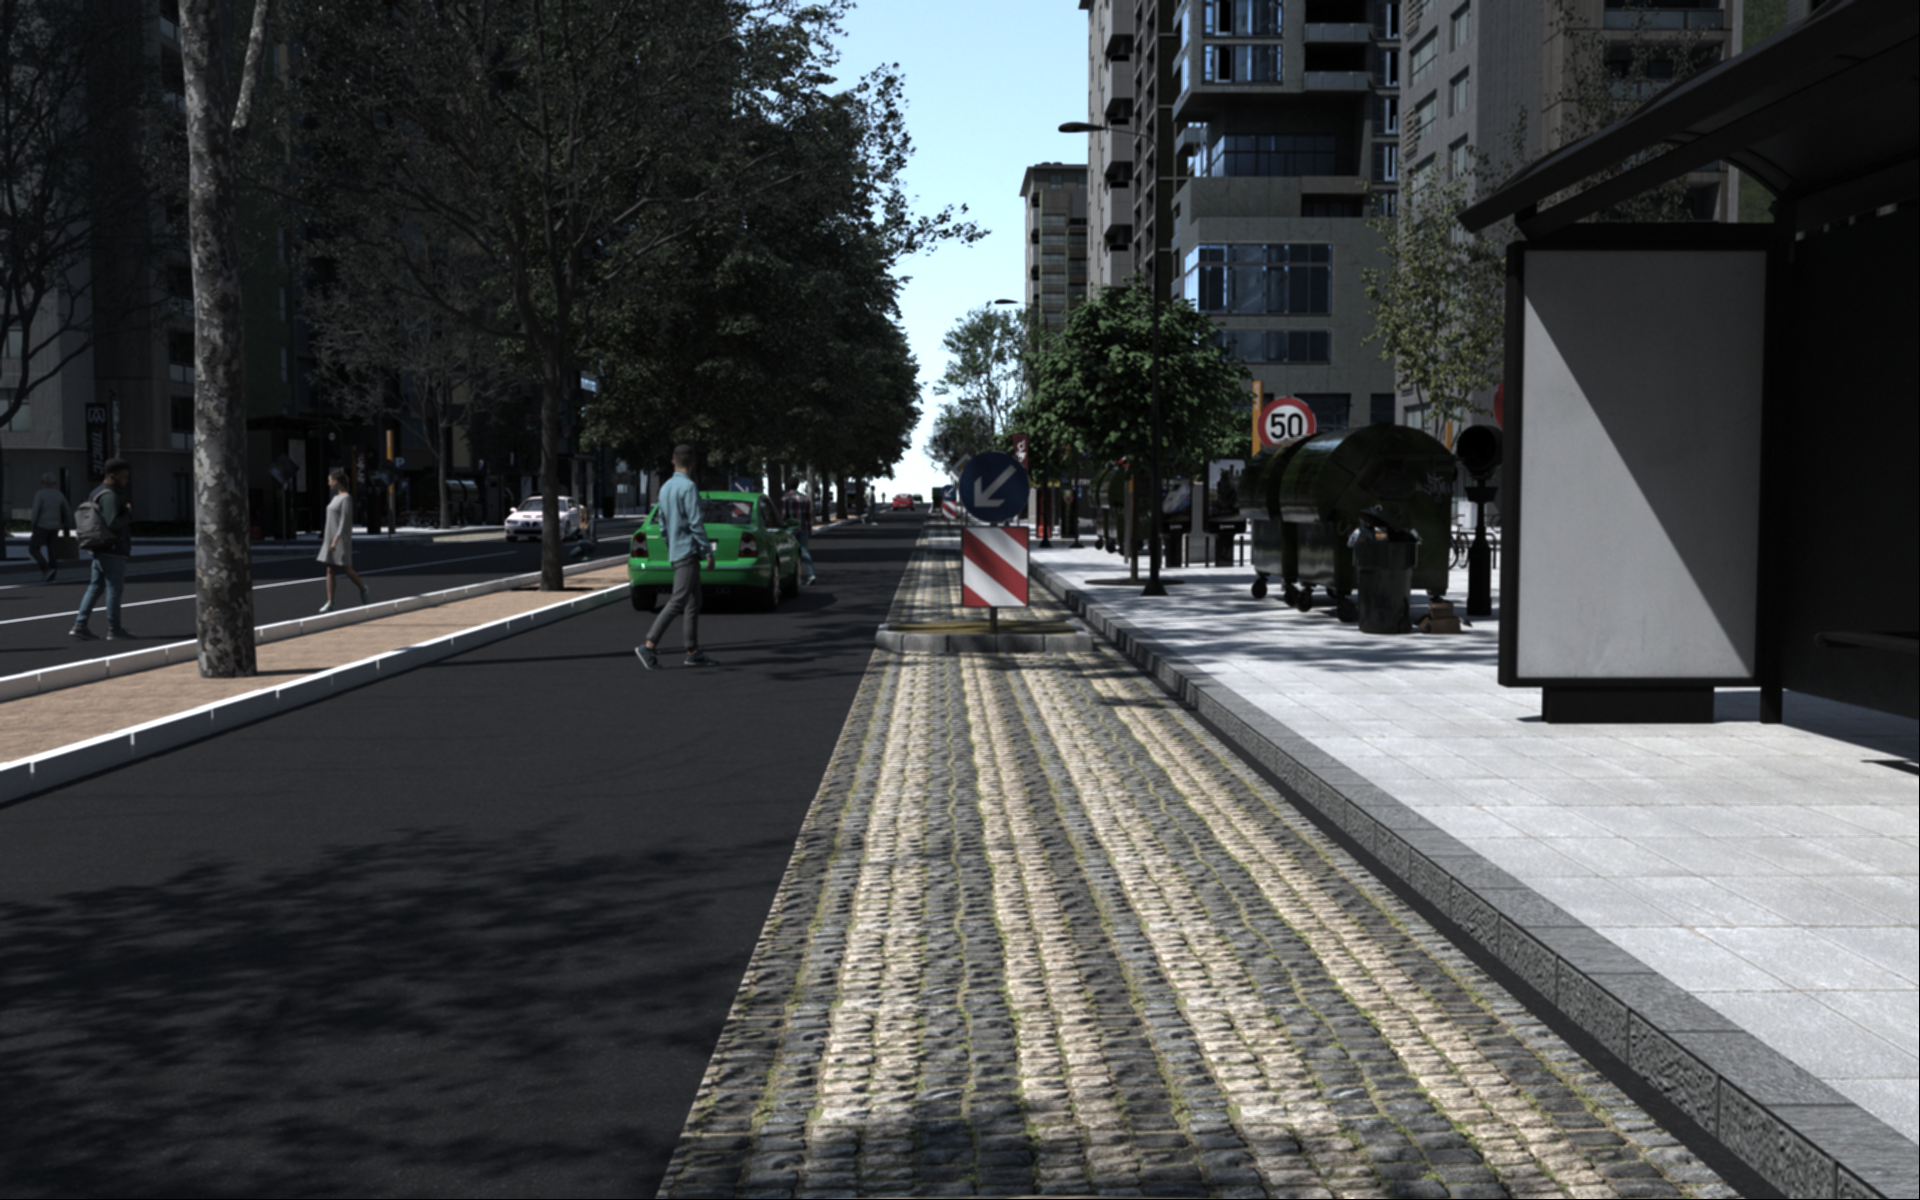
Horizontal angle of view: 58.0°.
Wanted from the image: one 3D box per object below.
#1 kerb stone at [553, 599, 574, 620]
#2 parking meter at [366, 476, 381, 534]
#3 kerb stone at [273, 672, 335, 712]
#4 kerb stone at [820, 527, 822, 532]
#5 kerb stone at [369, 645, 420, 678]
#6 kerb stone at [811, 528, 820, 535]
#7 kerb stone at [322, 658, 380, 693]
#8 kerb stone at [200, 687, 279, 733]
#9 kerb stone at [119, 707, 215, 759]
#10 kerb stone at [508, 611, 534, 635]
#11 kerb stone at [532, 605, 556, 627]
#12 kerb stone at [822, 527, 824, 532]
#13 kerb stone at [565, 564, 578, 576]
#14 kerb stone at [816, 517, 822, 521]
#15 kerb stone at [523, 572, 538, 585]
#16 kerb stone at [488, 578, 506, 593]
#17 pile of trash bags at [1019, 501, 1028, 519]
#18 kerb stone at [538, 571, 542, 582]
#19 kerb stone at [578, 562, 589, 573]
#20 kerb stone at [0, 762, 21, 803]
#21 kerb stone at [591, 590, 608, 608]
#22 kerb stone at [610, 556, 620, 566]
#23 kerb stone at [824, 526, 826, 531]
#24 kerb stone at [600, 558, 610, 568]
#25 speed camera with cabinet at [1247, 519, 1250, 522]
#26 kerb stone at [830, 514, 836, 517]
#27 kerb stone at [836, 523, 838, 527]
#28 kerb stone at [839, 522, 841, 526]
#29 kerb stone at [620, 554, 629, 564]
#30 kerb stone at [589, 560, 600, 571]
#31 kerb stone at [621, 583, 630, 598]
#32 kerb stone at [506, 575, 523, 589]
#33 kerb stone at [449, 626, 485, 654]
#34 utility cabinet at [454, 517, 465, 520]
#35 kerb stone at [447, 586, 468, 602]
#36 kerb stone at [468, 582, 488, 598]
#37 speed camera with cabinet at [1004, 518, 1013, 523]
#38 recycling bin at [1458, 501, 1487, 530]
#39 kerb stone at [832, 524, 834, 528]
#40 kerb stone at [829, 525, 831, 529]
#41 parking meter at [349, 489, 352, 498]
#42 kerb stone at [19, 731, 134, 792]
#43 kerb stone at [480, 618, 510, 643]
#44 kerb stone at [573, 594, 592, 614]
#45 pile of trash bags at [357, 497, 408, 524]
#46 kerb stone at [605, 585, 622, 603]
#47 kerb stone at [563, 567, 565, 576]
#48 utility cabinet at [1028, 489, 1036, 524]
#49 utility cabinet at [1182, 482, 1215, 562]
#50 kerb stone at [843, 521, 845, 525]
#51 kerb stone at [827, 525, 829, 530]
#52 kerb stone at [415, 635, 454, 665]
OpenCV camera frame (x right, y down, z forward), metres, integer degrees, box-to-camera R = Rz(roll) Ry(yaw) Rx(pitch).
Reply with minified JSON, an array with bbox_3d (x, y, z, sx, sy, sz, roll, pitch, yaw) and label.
[{"bbox_3d":[-4.668,0.129,20.094,0.120,0.150,1.000,0,4,-1],"label":"kerb stone"},{"bbox_3d":[-18.736,-3.036,55.352,0.399,1.863,0.255,1,4,23],"label":"parking meter"},{"bbox_3d":[-4.545,0.637,11.889,0.120,0.150,1.000,0,4,-1],"label":"kerb stone"},{"bbox_3d":[-5.261,-2.535,63.718,0.120,0.150,1.000,0,4,-1],"label":"kerb stone"},{"bbox_3d":[-4.580,0.504,13.947,0.120,0.150,1.000,0,4,-1],"label":"kerb stone"},{"bbox_3d":[-5.248,-2.476,62.678,0.120,0.150,1.000,0,4,-1],"label":"kerb stone"},{"bbox_3d":[-4.569,0.571,12.920,0.120,0.150,1.000,0,4,-1],"label":"kerb stone"},{"bbox_3d":[-4.538,0.693,10.866,0.120,0.150,1.000,0,4,-1],"label":"kerb stone"},{"bbox_3d":[-4.522,0.759,9.843,0.120,0.150,1.000,0,4,-1],"label":"kerb stone"},{"bbox_3d":[-4.642,0.254,18.050,0.120,0.150,1.000,0,4,-1],"label":"kerb stone"},{"bbox_3d":[-4.649,0.191,19.072,0.120,0.150,1.000,0,4,-1],"label":"kerb stone"},{"bbox_3d":[-5.278,-2.602,64.740,0.120,0.150,1.000,0,4,-1],"label":"kerb stone"},{"bbox_3d":[-6.912,-0.499,30.358,0.120,0.150,1.000,0,4,-1],"label":"kerb stone"},{"bbox_3d":[-7.813,-4.534,96.434,0.120,0.150,1.000,0,4,-1],"label":"kerb stone"},{"bbox_3d":[-6.866,-0.311,27.279,0.120,0.150,1.000,0,4,-1],"label":"kerb stone"},{"bbox_3d":[-6.836,-0.186,25.231,0.120,0.150,1.000,0,4,-1],"label":"kerb stone"},{"bbox_3d":[3.774,-4.854,89.118,1.912,1.369,3.447,-1,4,-19],"label":"pile of trash bags"},{"bbox_3d":[-6.878,-0.373,28.301,0.120,0.150,1.000,0,4,-1],"label":"kerb stone"},{"bbox_3d":[-6.924,-0.562,31.383,0.120,0.150,1.000,0,4,-1],"label":"kerb stone"},{"bbox_3d":[-4.504,0.882,7.795,0.120,0.150,1.000,0,4,-1],"label":"kerb stone"},{"bbox_3d":[-4.692,0.003,22.144,0.120,0.150,1.000,0,4,-1],"label":"kerb stone"},{"bbox_3d":[-6.958,-0.749,34.456,0.120,0.150,1.000,0,4,-1],"label":"kerb stone"},{"bbox_3d":[-5.295,-2.662,65.762,0.120,0.150,1.000,0,4,-1],"label":"kerb stone"},{"bbox_3d":[-6.953,-0.686,33.429,0.120,0.150,1.000,0,4,-1],"label":"kerb stone"},{"bbox_3d":[12.749,-4.990,75.917,0.660,3.252,2.038,0,4,2],"label":"speed camera with cabinet"},{"bbox_3d":[-7.989,-5.294,108.760,0.120,0.150,1.000,0,4,-1],"label":"kerb stone"},{"bbox_3d":[-5.402,-3.166,73.961,0.120,0.150,1.000,0,4,-1],"label":"kerb stone"},{"bbox_3d":[-5.437,-3.291,76.006,0.120,0.150,1.000,0,4,-1],"label":"kerb stone"},{"bbox_3d":[-6.980,-0.812,35.478,0.120,0.150,1.000,0,4,-1],"label":"kerb stone"},{"bbox_3d":[-6.935,-0.622,32.406,0.120,0.150,1.000,0,4,-1],"label":"kerb stone"},{"bbox_3d":[-4.728,-0.122,24.192,0.120,0.150,1.000,0,4,-1],"label":"kerb stone"},{"bbox_3d":[-6.850,-0.248,26.253,0.120,0.150,1.000,0,4,-1],"label":"kerb stone"},{"bbox_3d":[-4.606,0.379,15.996,0.120,0.150,1.000,0,4,-1],"label":"kerb stone"},{"bbox_3d":[-24.736,-4.544,85.454,0.306,1.237,1.020,-3,5,-44],"label":"utility cabinet"},{"bbox_3d":[-6.810,-0.060,23.178,0.120,0.150,1.000,0,4,-1],"label":"kerb stone"},{"bbox_3d":[-6.819,-0.123,24.209,0.120,0.150,1.000,0,4,-1],"label":"kerb stone"},{"bbox_3d":[2.189,-5.147,78.487,0.660,3.252,2.038,1,4,23],"label":"speed camera with cabinet"},{"bbox_3d":[18.235,-3.002,61.644,0.722,1.027,0.722,-1,4,-20],"label":"recycling bin"},{"bbox_3d":[-5.365,-2.978,70.890,0.120,0.150,1.000,0,4,-1],"label":"kerb stone"},{"bbox_3d":[-5.335,-2.849,68.833,0.120,0.150,1.000,0,4,-1],"label":"kerb stone"},{"bbox_3d":[-26.516,-4.110,75.615,0.372,1.533,0.369,0,3,0],"label":"parking meter"},{"bbox_3d":[-4.513,0.824,8.817,0.120,0.150,1.000,0,4,-1],"label":"kerb stone"},{"bbox_3d":[-4.629,0.317,17.018,0.120,0.150,1.000,0,4,-1],"label":"kerb stone"},{"bbox_3d":[-4.672,0.066,21.116,0.120,0.150,1.000,0,4,-1],"label":"kerb stone"},{"bbox_3d":[-25.189,-3.915,73.769,3.447,1.369,1.912,0,4,7],"label":"pile of trash bags"},{"bbox_3d":[-4.704,-0.059,23.170,0.120,0.150,1.000,0,4,-1],"label":"kerb stone"},{"bbox_3d":[-6.897,-0.436,29.328,0.120,0.150,1.000,0,4,-1],"label":"kerb stone"},{"bbox_3d":[3.436,-3.981,73.761,1.173,1.500,0.318,3,5,41],"label":"utility cabinet"},{"bbox_3d":[4.442,-1.453,32.443,0.318,1.500,1.173,3,5,40],"label":"utility cabinet"},{"bbox_3d":[-5.475,-3.480,79.092,0.120,0.150,1.000,0,4,-1],"label":"kerb stone"},{"bbox_3d":[-5.318,-2.790,67.807,0.120,0.150,1.000,0,4,-1],"label":"kerb stone"},{"bbox_3d":[-4.594,0.444,14.972,0.120,0.150,1.000,0,4,-1],"label":"kerb stone"}]
